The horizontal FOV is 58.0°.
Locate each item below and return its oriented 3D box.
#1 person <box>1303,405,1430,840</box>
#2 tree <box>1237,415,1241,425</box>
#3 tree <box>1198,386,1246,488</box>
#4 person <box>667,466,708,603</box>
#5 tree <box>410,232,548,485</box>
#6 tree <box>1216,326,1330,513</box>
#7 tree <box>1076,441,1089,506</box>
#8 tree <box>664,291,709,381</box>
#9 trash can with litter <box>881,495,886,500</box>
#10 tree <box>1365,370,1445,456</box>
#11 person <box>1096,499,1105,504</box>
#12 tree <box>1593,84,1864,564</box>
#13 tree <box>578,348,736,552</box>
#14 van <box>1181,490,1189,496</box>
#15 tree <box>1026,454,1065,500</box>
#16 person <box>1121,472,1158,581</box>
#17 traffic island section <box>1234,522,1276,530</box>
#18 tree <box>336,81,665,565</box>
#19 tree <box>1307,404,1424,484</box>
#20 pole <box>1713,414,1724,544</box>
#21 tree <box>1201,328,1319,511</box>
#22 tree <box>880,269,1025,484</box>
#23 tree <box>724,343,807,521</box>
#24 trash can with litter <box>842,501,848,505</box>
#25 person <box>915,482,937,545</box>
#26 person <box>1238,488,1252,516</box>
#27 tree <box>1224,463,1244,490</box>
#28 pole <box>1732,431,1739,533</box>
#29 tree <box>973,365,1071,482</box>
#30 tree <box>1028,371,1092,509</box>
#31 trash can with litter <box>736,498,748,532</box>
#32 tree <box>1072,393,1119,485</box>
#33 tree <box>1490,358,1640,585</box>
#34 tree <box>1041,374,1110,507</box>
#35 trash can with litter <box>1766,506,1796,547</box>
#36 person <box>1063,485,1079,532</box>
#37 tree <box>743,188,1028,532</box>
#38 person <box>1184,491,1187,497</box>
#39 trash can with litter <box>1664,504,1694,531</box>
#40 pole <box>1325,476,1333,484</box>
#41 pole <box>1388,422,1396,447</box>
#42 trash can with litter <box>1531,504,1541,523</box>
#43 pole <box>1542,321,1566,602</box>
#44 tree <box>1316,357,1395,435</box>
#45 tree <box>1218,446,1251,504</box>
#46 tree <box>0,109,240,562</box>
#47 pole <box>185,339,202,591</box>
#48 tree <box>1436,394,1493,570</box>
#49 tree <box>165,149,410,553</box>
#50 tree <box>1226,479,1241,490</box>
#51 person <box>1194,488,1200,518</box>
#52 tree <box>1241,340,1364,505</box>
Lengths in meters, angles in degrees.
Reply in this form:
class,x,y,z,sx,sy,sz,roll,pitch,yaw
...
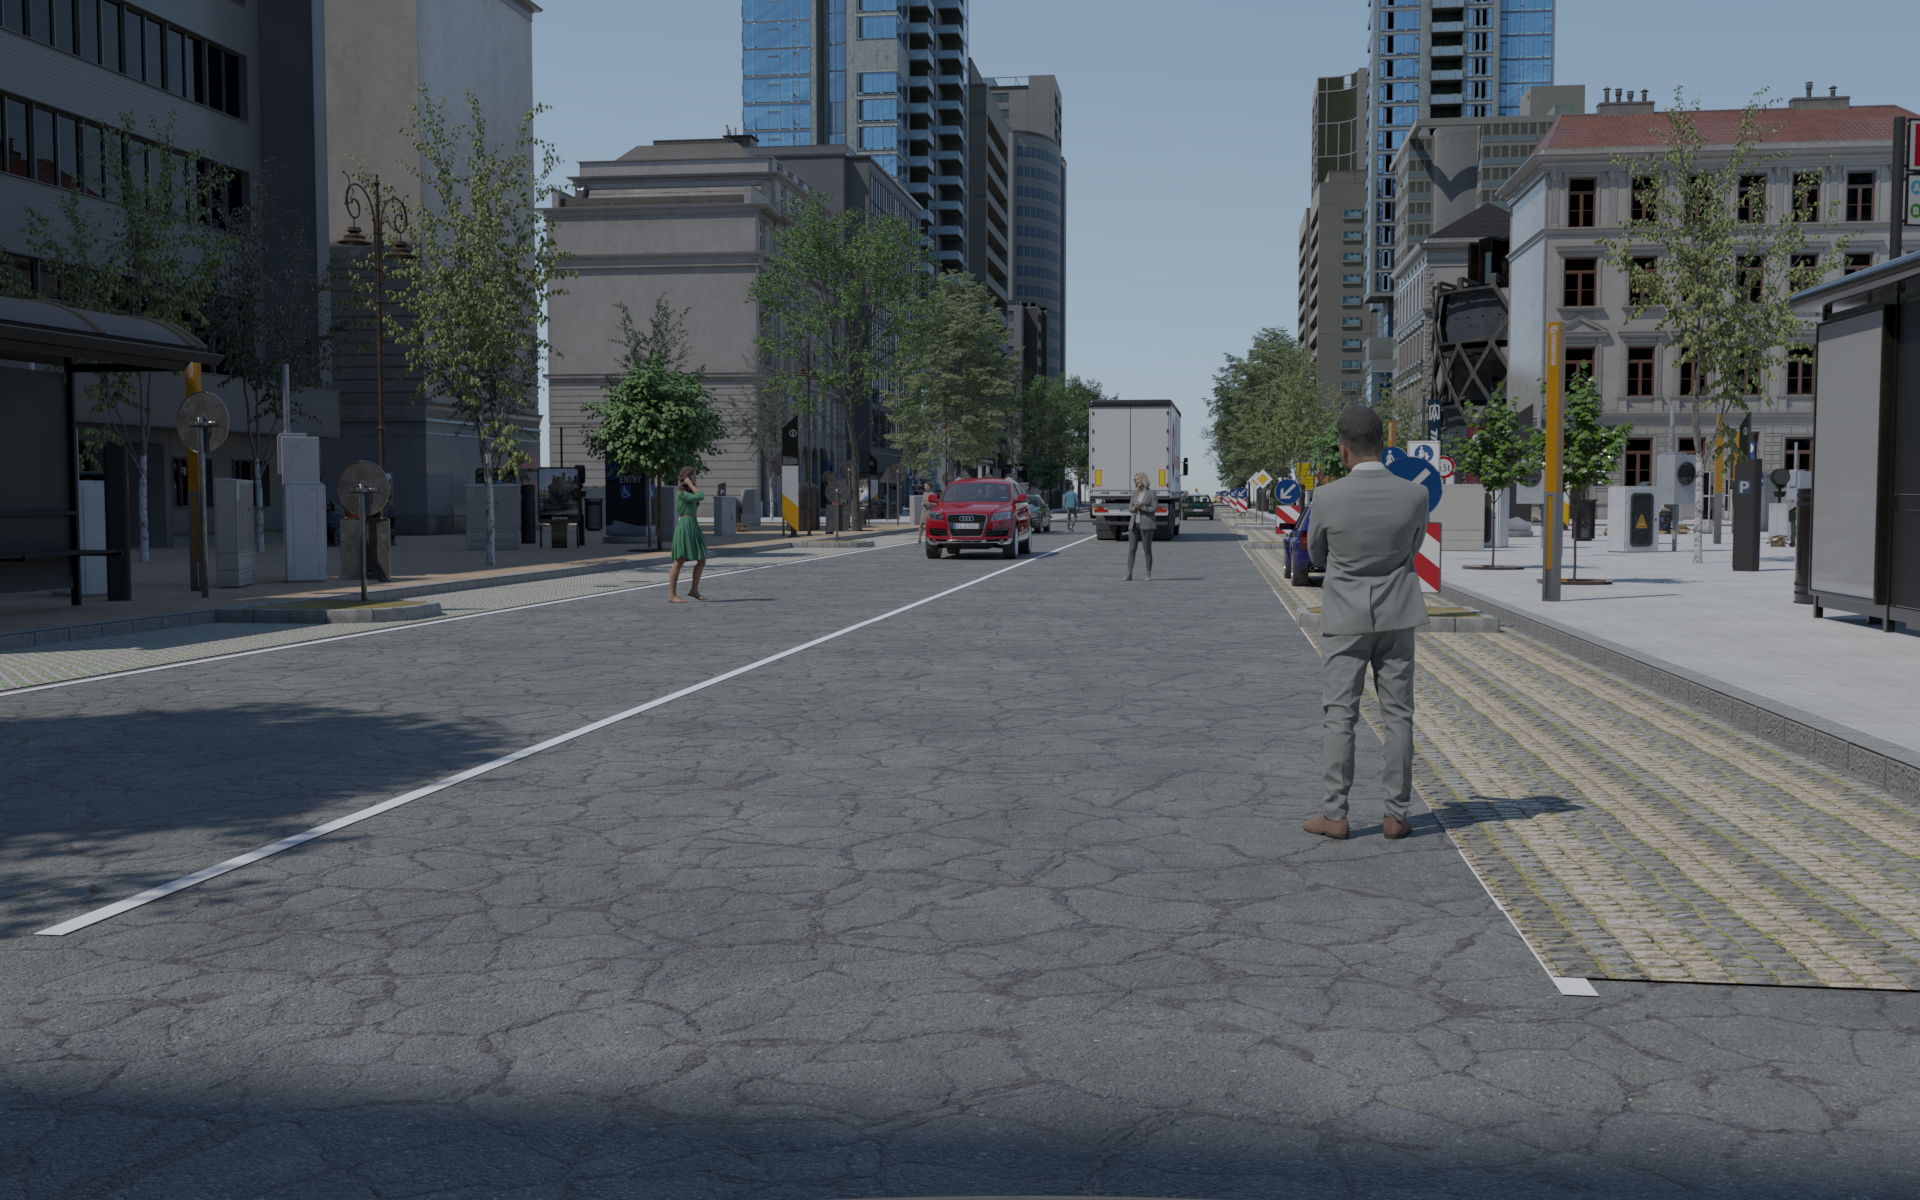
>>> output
class,x,y,z,sx,sy,sz,roll,pitch,yaw
person,1.708,0.083,7.332,0.511,1.800,0.466,-1,4,-11
tree,19.157,-9.414,104.277,4.737,8.622,4.395,0,3,0
tree,31.117,-17.066,189.399,12.009,13.543,11.850,0,3,0
person,-3.609,-0.866,22.903,0.529,1.795,0.600,0,4,-5
tree,-13.357,-6.013,48.669,4.360,8.622,3.978,0,3,0
tree,21.491,-12.172,117.132,7.486,12.596,7.792,0,3,0
tree,13.955,-14.642,189.751,4.737,8.622,4.395,0,3,0
tree,-11.390,-6.933,63.724,4.737,8.622,4.395,0,3,0
trash can with litter,-7.758,-8.384,148.143,2.233,1.210,1.678,-3,4,-37
tree,26.781,-9.379,103.706,4.737,8.622,4.395,0,3,0
person,5.629,-3.769,69.998,0.514,1.842,0.818,2,4,35
tree,13.841,-4.971,31.642,4.737,8.622,4.395,0,3,0
tree,-6.687,-3.372,38.846,4.285,4.588,4.351,0,3,0
van,22.691,-10.394,176.957,2.013,2.044,4.112,1,4,10
tree,6.743,-9.422,137.756,4.285,4.588,4.351,0,3,0
person,2.997,-1.217,28.578,0.537,1.800,0.526,3,5,42
traffic island section,13.338,-3.396,77.813,2.009,0.180,2.903,0,4,8
tree,-8.611,-4.922,30.841,4.737,8.622,4.395,0,3,0
tree,14.393,-4.846,62.939,4.285,4.588,4.351,0,3,0
pole,19.479,-3.096,44.458,0.158,3.312,0.155,0,3,0
tree,23.556,-13.947,134.687,9.857,13.997,8.962,0,3,0
tree,-0.091,-10.367,87.622,7.486,12.596,7.792,0,3,0
tree,-9.145,-8.113,83.013,4.360,8.622,3.978,0,3,0
trash can with litter,-6.983,-5.410,99.843,1.055,1.170,0.624,3,4,37
person,-0.946,-2.426,48.504,0.599,1.781,0.374,2,4,34
person,17.585,-5.996,106.647,0.853,1.813,0.709,0,4,-2
tree,40.055,-18.388,250.999,4.360,8.622,3.978,0,3,0
pole,25.230,-3.818,56.269,0.158,3.312,0.155,0,3,0
tree,4.168,-11.463,121.840,8.767,10.594,7.601,2,4,30
tree,7.605,-13.522,146.834,9.928,11.665,9.643,0,3,0
trash can with litter,-7.518,-2.902,58.828,0.624,1.170,1.055,-2,4,-33
tree,18.065,-18.970,216.812,9.857,13.997,8.962,0,3,0
tree,8.865,-1.836,24.614,1.663,3.219,1.824,0,3,0
tree,11.536,-15.206,165.633,9.611,12.733,9.660,0,3,0
trash can with litter,20.009,-1.856,41.732,1.055,1.170,0.624,3,5,41
person,4.175,-3.441,65.106,0.601,1.785,0.444,2,4,27
tree,-3.712,-8.188,59.621,9.928,11.665,9.643,0,3,0
person,22.157,-9.885,170.671,0.434,1.755,0.990,-1,4,-14
trash can with litter,25.422,-3.046,60.867,2.233,1.210,1.678,0,4,-7
pole,16.397,-5.104,77.291,0.158,3.312,0.155,0,3,0
pole,12.214,-3.375,49.023,0.158,3.312,0.155,0,3,0
trash can with litter,25.498,-3.943,75.856,1.055,1.170,0.624,-1,4,-15
pole,7.072,-1.637,20.614,0.158,3.312,0.155,0,3,0
tree,21.030,-8.697,92.563,4.360,8.622,3.978,0,3,0
tree,38.926,-19.164,239.090,9.928,11.665,9.643,0,3,0
tree,-15.733,-5.035,32.689,4.737,8.622,4.395,0,3,0
pole,-10.077,-1.773,22.831,0.158,3.312,0.155,0,3,0
tree,9.230,-2.134,29.493,1.663,3.219,1.824,0,3,0
tree,-15.144,-5.342,37.710,4.360,8.622,3.978,0,3,0
tree,46.383,-18.767,290.550,4.285,4.588,4.351,0,3,0
person,14.441,-5.921,105.526,0.478,1.798,0.641,0,4,-7
tree,16.241,-8.085,82.557,4.737,8.622,4.395,0,3,0
